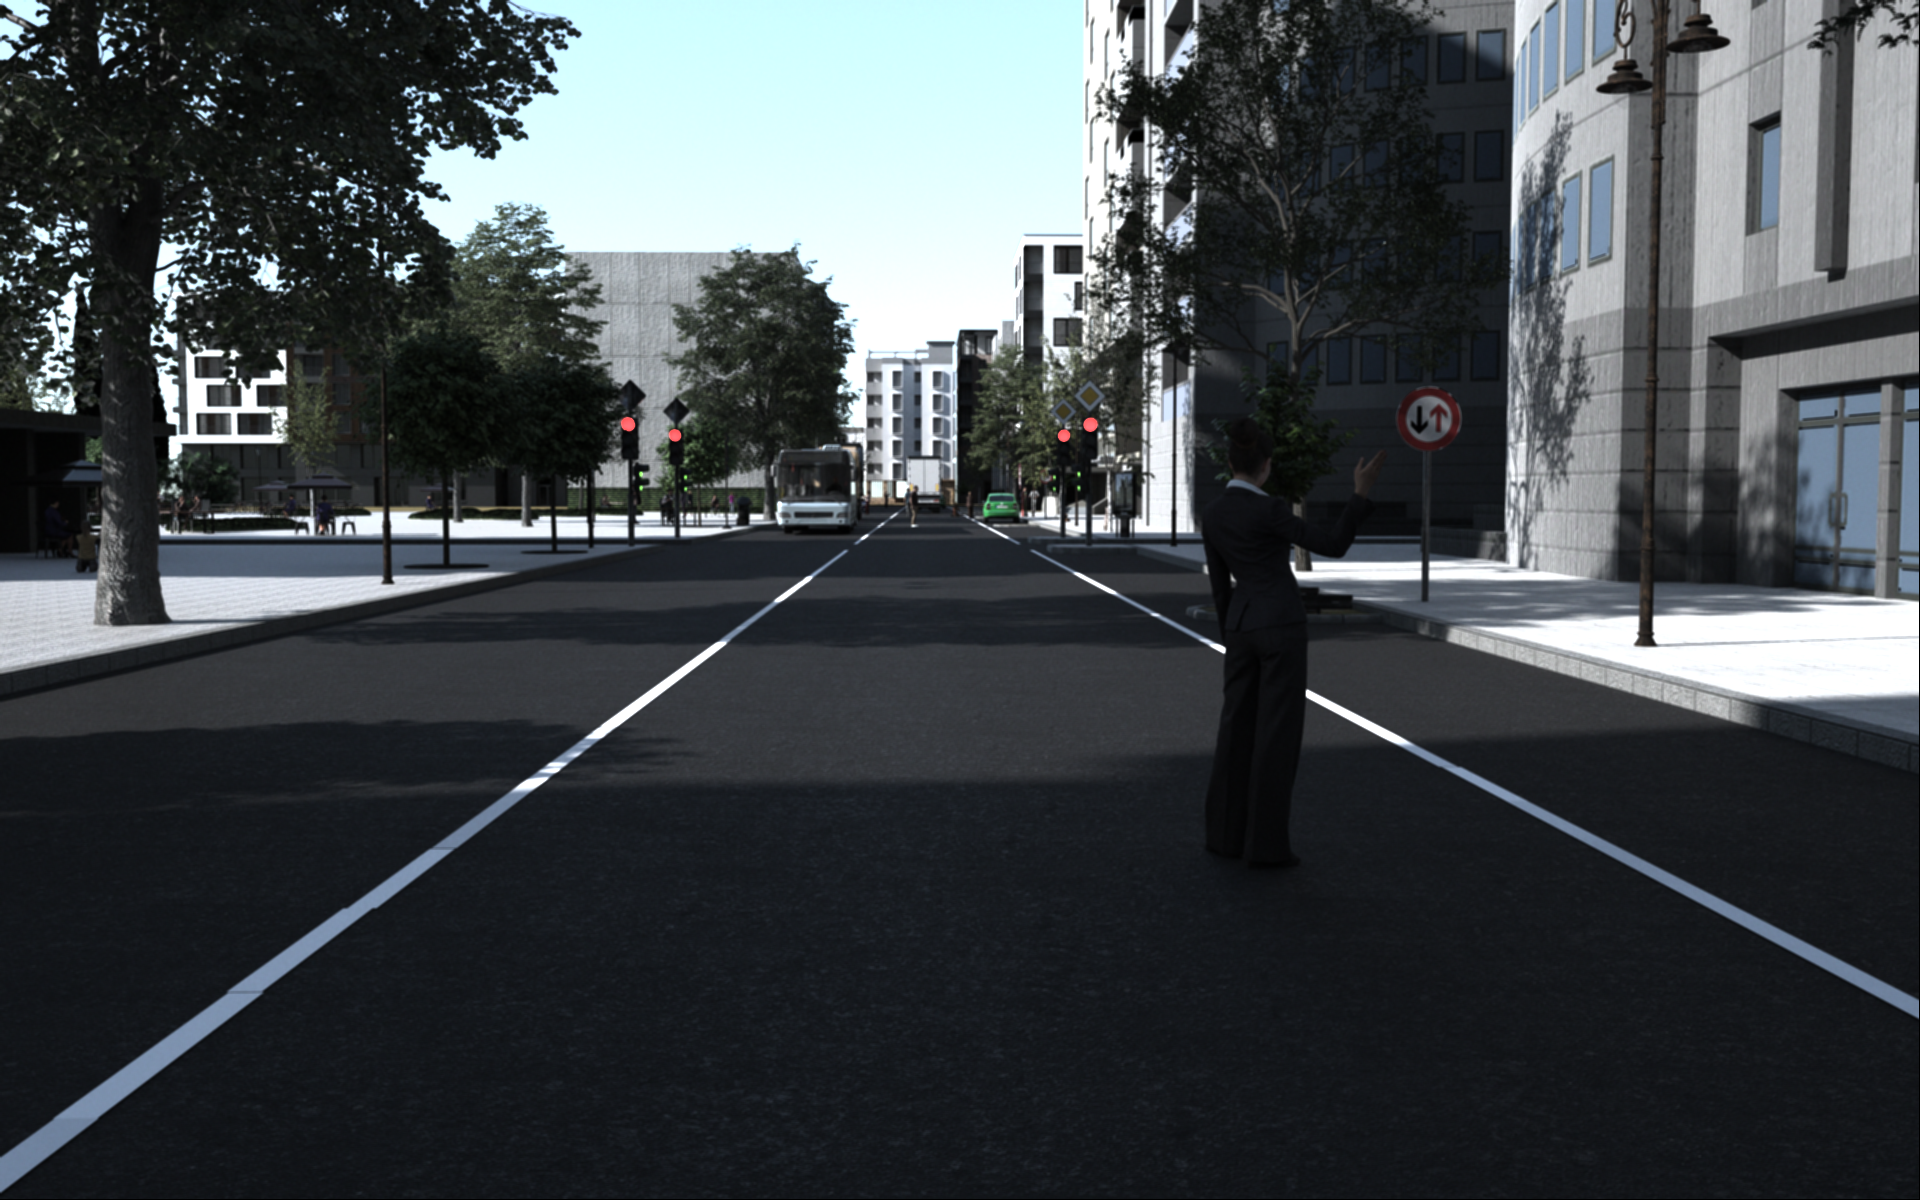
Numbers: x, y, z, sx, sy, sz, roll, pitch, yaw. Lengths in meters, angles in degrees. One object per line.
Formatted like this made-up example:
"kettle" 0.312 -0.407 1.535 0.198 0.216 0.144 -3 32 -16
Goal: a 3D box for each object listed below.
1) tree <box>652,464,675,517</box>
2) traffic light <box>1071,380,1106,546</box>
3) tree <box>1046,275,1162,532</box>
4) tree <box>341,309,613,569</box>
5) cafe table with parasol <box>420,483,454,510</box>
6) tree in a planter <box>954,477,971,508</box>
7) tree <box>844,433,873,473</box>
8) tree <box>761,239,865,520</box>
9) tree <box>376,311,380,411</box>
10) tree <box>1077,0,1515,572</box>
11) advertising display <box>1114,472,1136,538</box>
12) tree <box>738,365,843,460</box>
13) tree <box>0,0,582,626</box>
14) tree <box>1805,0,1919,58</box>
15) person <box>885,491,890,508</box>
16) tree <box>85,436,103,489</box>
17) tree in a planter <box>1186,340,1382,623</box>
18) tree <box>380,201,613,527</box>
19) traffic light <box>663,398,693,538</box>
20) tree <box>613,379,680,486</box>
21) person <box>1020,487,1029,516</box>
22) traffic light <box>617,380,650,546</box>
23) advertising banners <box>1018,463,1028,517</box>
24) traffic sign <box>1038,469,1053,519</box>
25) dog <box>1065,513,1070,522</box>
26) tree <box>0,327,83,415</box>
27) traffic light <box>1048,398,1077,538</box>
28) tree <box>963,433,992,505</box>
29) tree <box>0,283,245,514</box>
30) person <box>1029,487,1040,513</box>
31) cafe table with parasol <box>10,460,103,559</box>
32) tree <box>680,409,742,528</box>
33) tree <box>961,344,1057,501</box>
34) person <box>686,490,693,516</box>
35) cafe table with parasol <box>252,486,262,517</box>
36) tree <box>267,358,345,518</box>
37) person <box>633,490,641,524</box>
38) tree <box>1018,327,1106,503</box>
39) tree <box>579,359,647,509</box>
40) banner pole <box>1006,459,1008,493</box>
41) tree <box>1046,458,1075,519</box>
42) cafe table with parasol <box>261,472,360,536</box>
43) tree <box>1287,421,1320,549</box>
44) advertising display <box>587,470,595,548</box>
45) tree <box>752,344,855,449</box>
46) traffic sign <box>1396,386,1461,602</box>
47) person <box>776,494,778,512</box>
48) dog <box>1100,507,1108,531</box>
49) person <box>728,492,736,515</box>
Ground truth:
"tree" -16.195 -6.287 97.387 1.663 3.219 1.824 0 3 0
"traffic light" 3.172 -3.293 42.754 0.839 4.253 0.868 0 4 -1
"tree" 4.987 -6.567 57.725 4.360 8.622 3.978 0 3 0
"tree" -9.084 -2.845 30.233 4.285 4.588 4.351 0 3 0
"cafe table with parasol" -33.204 -6.464 110.552 2.610 1.966 2.610 -2 4 -31
"tree in a planter" 0.302 -11.151 179.545 1.991 3.239 1.994 0 4 -1
"tree" -12.377 -15.441 202.819 4.737 8.622 4.395 0 3 0
"tree" -9.598 -10.966 85.949 9.857 13.997 8.962 0 3 0
"tree" -22.933 -9.768 77.836 7.486 12.596 7.792 0 3 0
"tree" 5.381 -5.759 28.573 7.601 10.594 8.767 1 4 10
"advertising display" 4.846 -2.790 50.829 0.123 1.923 0.974 -2 4 -28
"tree" -10.509 -10.653 108.590 8.767 10.594 7.601 3 5 42
"tree" -8.343 -6.735 16.767 9.857 13.997 8.962 0 3 0
"tree" 6.411 -4.463 7.376 7.601 10.594 8.767 2 4 24
"person" -7.581 -10.512 181.178 0.742 1.727 0.445 2 4 29
"tree" -41.528 -6.179 84.739 4.285 4.588 4.351 0 3 0
"tree in a planter" 3.692 -1.402 20.139 1.991 3.239 1.994 0 4 -1
"tree" -17.512 -9.160 67.893 7.486 12.596 7.792 0 3 0
"traffic light" -8.236 -3.765 50.484 0.839 4.253 0.868 0 4 -1
"tree" -8.780 -3.303 37.721 4.285 4.588 4.351 0 3 0
"person" 3.822 -5.851 102.622 0.541 1.710 0.530 0 4 -3
"traffic light" -8.067 -3.277 42.500 0.839 4.253 0.868 0 4 -1
"advertising banners" 3.553 -6.206 97.661 0.090 3.025 2.074 -1 4 -11
"traffic sign" 4.340 -5.355 87.660 0.768 2.556 0.104 0 4 3
"dog" 4.874 -3.831 80.372 0.550 0.427 0.748 2 4 27
"tree" -41.373 -7.738 76.874 4.737 8.622 4.395 0 3 0
"traffic light" 3.002 -3.781 50.738 0.839 4.253 0.868 0 4 -1
"tree" 2.268 -15.479 203.451 4.737 8.622 4.395 0 3 0
"tree" -57.892 -13.073 115.558 18.604 14.587 13.155 1 4 13
"person" 5.014 -6.873 118.571 0.875 1.805 0.789 2 4 32
"cafe table with parasol" -17.669 -1.837 34.904 2.610 1.966 2.610 0 4 -1
"tree" -10.092 -5.088 66.909 4.285 4.588 4.351 0 3 0
"tree" 3.933 -13.039 131.321 7.486 12.596 7.792 0 3 0
"person" -16.089 -5.765 102.850 0.613 1.512 0.480 1 4 20
"cafe table with parasol" -34.577 -5.078 87.894 2.610 1.966 2.610 -2 4 -30
"tree" -35.096 -8.752 93.457 4.737 8.622 4.395 0 3 0
"person" -13.889 -4.107 74.010 0.431 1.722 0.655 1 4 18
"tree" 4.512 -7.738 76.884 4.737 8.622 4.395 0 3 0
"tree" -26.208 -11.336 119.759 8.767 10.594 7.601 -2 4 -34
"banner pole" 3.334 -8.123 122.822 0.401 3.779 0.863 -1 4 -9
"tree" 4.955 -5.881 90.753 1.663 3.219 1.824 0 3 0
"cafe table with parasol" -19.770 -2.998 53.876 2.610 1.966 2.610 3 5 44
"tree" 7.833 -2.825 40.784 1.663 3.219 1.824 0 3 0
"advertising display" -8.835 -2.218 41.477 0.123 1.923 0.974 0 4 -8
"tree" -10.665 -11.766 118.123 9.928 11.665 9.643 0 3 0
"traffic sign" 5.552 -1.254 20.605 0.768 2.556 0.104 0 4 1
"person" -13.002 -7.108 124.634 0.453 1.535 0.546 0 4 7
"dog" 5.104 -2.850 60.972 0.513 0.831 0.800 3 5 44
"person" -13.834 -5.851 104.942 0.726 1.434 0.776 -1 4 -9
